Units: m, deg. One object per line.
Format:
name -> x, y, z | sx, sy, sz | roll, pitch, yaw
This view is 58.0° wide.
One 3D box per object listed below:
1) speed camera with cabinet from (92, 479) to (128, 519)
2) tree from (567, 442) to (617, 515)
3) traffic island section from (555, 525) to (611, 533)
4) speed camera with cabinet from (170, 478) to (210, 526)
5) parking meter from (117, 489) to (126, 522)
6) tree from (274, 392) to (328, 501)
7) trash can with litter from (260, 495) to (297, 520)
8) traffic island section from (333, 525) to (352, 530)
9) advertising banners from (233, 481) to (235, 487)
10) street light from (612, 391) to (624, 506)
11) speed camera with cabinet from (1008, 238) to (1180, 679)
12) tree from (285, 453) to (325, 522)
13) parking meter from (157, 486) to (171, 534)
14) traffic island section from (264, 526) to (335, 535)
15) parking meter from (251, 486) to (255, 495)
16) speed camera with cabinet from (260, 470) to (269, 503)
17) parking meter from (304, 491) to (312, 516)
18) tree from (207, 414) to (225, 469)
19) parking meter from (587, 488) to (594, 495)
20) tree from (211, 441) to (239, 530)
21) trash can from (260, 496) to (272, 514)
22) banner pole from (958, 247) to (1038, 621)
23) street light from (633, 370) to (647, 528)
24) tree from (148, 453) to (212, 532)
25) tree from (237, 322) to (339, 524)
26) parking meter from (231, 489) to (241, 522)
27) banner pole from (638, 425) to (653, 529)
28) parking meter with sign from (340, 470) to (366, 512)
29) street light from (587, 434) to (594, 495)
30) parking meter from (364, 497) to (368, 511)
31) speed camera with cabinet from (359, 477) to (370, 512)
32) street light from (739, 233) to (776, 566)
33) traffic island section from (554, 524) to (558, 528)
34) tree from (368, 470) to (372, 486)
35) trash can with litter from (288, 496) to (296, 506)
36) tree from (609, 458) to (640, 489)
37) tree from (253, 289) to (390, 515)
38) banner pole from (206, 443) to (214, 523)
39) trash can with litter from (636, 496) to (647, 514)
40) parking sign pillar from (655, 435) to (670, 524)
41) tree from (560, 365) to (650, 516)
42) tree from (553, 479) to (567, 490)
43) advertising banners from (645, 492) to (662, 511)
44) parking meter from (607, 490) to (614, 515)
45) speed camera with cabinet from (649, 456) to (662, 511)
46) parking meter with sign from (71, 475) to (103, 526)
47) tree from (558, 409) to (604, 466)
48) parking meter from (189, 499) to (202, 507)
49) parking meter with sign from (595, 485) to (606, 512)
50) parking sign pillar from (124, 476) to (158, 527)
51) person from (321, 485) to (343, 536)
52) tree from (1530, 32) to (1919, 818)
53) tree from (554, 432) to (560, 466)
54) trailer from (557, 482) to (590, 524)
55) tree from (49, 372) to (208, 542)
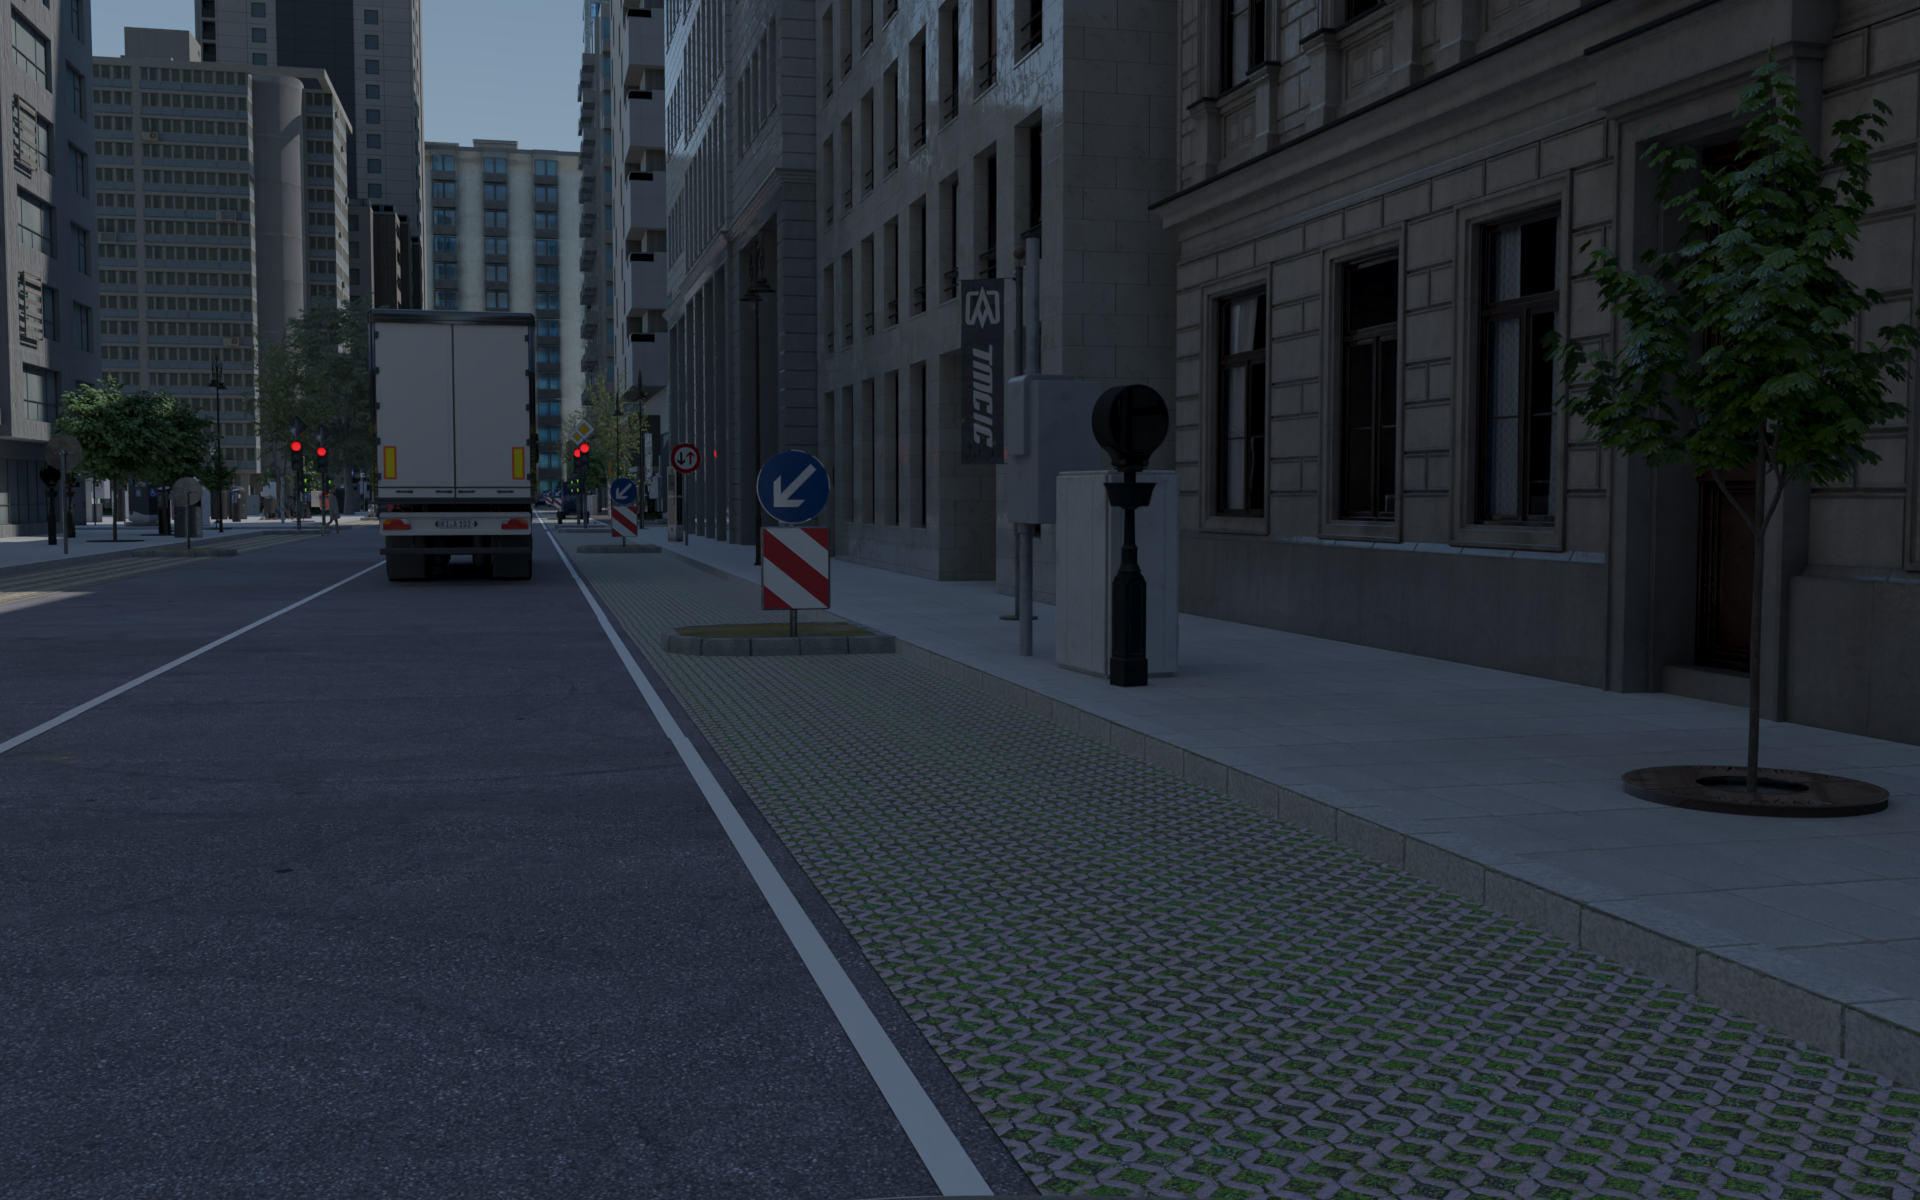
speed camera with cabinet -> -44.090, -5.866, 90.239 | 2.038, 3.252, 0.660 | 0, 4, 2
tree -> -22.708, -7.582, 107.687 | 4.285, 4.588, 4.351 | 0, 3, 0
traffic island section -> -13.956, -2.590, 64.620 | 2.009, 0.180, 2.903 | -1, 4, -14
speed camera with cabinet -> -30.551, -4.544, 68.627 | 0.660, 3.252, 2.038 | 0, 4, 6
parking meter -> -38.738, -4.376, 79.961 | 0.372, 1.533, 0.369 | 0, 3, 0
tree -> -45.885, -10.411, 120.577 | 4.360, 8.622, 3.978 | 0, 3, 0
trash can with litter -> -33.709, -4.564, 85.673 | 2.233, 1.210, 1.678 | -2, 4, -35
traffic island section -> -25.694, -2.913, 69.914 | 2.009, 0.180, 2.903 | -1, 4, -14
advertising banners -> -57.480, -8.591, 136.647 | 0.090, 3.025, 2.074 | -2, 4, -35
street light -> -15.367, -6.423, 77.812 | 0.468, 5.910, 1.993 | -1, 4, -14
speed camera with cabinet -> 0.959, -1.136, 12.907 | 0.660, 3.252, 2.038 | -1, 4, -18
tree -> -30.365, -5.223, 80.004 | 1.663, 3.219, 1.824 | 0, 3, 0
parking meter -> -25.662, -2.902, 55.855 | 0.372, 1.533, 0.369 | 0, 3, 0
traffic island section -> -23.745, -2.440, 62.170 | 2.009, 0.180, 2.903 | -1, 4, -14
parking meter -> -53.885, -7.724, 132.005 | 0.255, 1.863, 0.399 | -1, 4, -13
speed camera with cabinet -> -52.841, -8.403, 131.730 | 0.660, 3.252, 2.038 | -2, 4, -27
parking meter -> -37.650, -5.602, 100.000 | 0.372, 1.533, 0.369 | 0, 3, 0
tree -> -24.648, -4.286, 53.797 | 4.285, 4.588, 4.351 | 0, 3, 0
parking meter -> -24.210, -6.597, 113.578 | 0.399, 1.863, 0.255 | 2, 4, 24
tree -> -26.723, -4.148, 62.427 | 1.663, 3.219, 1.824 | 0, 3, 0
trash can -> -42.934, -5.845, 107.225 | 0.748, 1.137, 0.748 | 0, 3, 0
banner pole -> 0.384, -1.695, 17.723 | 0.863, 3.779, 0.401 | 1, 4, 19
street light -> -11.876, -5.604, 64.414 | 0.468, 5.910, 1.993 | -1, 4, -14
tree -> -26.774, -3.941, 59.038 | 1.663, 3.219, 1.824 | 0, 3, 0
tree -> -29.231, -7.615, 74.862 | 4.737, 8.622, 4.395 | 0, 3, 0
parking meter -> -33.062, -4.324, 79.107 | 0.372, 1.533, 0.369 | 0, 3, 0
banner pole -> -11.395, -4.458, 62.898 | 0.401, 3.779, 0.863 | -3, 5, -44
parking meter with sign -> -43.274, -7.792, 123.665 | 0.543, 3.016, 1.738 | 2, 4, 32
street light -> -23.747, -8.477, 111.389 | 0.468, 5.910, 1.993 | -1, 4, -14
parking meter -> -43.901, -7.309, 127.906 | 0.372, 1.533, 0.369 | 0, 3, 0
speed camera with cabinet -> -43.448, -8.028, 125.594 | 0.660, 3.252, 2.038 | 0, 4, 2
street light -> -3.617, -3.558, 30.955 | 0.468, 5.910, 1.993 | -1, 4, -14
traffic island section -> -15.906, -3.063, 72.364 | 2.009, 0.180, 2.903 | -1, 4, -14
tree -> -44.291, -9.202, 134.166 | 4.285, 4.588, 4.351 | 0, 3, 0
trash can with litter -> -47.624, -6.865, 123.631 | 0.624, 1.170, 1.055 | 0, 4, -4
tree -> -18.082, -5.983, 92.428 | 1.663, 3.219, 1.824 | 0, 3, 0
tree -> -37.864, -12.230, 106.623 | 9.857, 13.997, 8.962 | 0, 3, 0
banner pole -> -33.831, -5.397, 78.250 | 0.401, 3.779, 0.863 | 1, 4, 12
trash can with litter -> -17.912, -5.337, 98.651 | 1.055, 1.170, 0.624 | 1, 4, 18
parking sign pillar -> -12.498, -5.293, 75.019 | 1.447, 3.967, 1.447 | -2, 4, -28
tree -> -20.079, -9.159, 100.111 | 4.737, 8.622, 4.395 | 0, 3, 0
tree -> -48.882, -13.258, 211.361 | 1.663, 3.219, 1.824 | 0, 3, 0
advertising banners -> -15.793, -5.900, 92.659 | 2.074, 3.025, 0.090 | -1, 4, -20
parking meter -> -21.013, -5.853, 104.101 | 0.372, 1.533, 0.369 | 0, 3, 0
speed camera with cabinet -> -15.282, -5.834, 89.716 | 0.660, 3.252, 2.038 | 2, 4, 25
parking meter with sign -> -39.127, -4.954, 77.259 | 0.543, 3.016, 1.738 | 1, 4, 20
tree -> -32.759, -12.207, 149.948 | 4.360, 8.622, 3.978 | 0, 3, 0
parking meter -> -22.946, -2.662, 51.940 | 0.372, 1.533, 0.369 | 0, 3, 0
parking meter with sign -> -25.422, -7.635, 121.085 | 1.738, 3.016, 0.543 | 2, 4, 29
parking sign pillar -> -32.442, -4.909, 68.742 | 1.447, 3.967, 1.447 | 2, 4, 31
person -> -21.376, -3.040, 58.955 | 0.466, 1.731, 0.760 | 2, 4, 35
tree -> 3.492, -0.778, 7.323 | 1.663, 3.219, 1.824 | 0, 3, 0
tree -> -34.347, -12.565, 155.801 | 4.737, 8.622, 4.395 | 0, 3, 0
trailer -> -18.293, -4.567, 81.711 | 1.471, 1.999, 3.904 | -1, 4, -15
tree -> -22.777, -3.844, 46.571 | 4.285, 4.588, 4.351 | 0, 3, 0
